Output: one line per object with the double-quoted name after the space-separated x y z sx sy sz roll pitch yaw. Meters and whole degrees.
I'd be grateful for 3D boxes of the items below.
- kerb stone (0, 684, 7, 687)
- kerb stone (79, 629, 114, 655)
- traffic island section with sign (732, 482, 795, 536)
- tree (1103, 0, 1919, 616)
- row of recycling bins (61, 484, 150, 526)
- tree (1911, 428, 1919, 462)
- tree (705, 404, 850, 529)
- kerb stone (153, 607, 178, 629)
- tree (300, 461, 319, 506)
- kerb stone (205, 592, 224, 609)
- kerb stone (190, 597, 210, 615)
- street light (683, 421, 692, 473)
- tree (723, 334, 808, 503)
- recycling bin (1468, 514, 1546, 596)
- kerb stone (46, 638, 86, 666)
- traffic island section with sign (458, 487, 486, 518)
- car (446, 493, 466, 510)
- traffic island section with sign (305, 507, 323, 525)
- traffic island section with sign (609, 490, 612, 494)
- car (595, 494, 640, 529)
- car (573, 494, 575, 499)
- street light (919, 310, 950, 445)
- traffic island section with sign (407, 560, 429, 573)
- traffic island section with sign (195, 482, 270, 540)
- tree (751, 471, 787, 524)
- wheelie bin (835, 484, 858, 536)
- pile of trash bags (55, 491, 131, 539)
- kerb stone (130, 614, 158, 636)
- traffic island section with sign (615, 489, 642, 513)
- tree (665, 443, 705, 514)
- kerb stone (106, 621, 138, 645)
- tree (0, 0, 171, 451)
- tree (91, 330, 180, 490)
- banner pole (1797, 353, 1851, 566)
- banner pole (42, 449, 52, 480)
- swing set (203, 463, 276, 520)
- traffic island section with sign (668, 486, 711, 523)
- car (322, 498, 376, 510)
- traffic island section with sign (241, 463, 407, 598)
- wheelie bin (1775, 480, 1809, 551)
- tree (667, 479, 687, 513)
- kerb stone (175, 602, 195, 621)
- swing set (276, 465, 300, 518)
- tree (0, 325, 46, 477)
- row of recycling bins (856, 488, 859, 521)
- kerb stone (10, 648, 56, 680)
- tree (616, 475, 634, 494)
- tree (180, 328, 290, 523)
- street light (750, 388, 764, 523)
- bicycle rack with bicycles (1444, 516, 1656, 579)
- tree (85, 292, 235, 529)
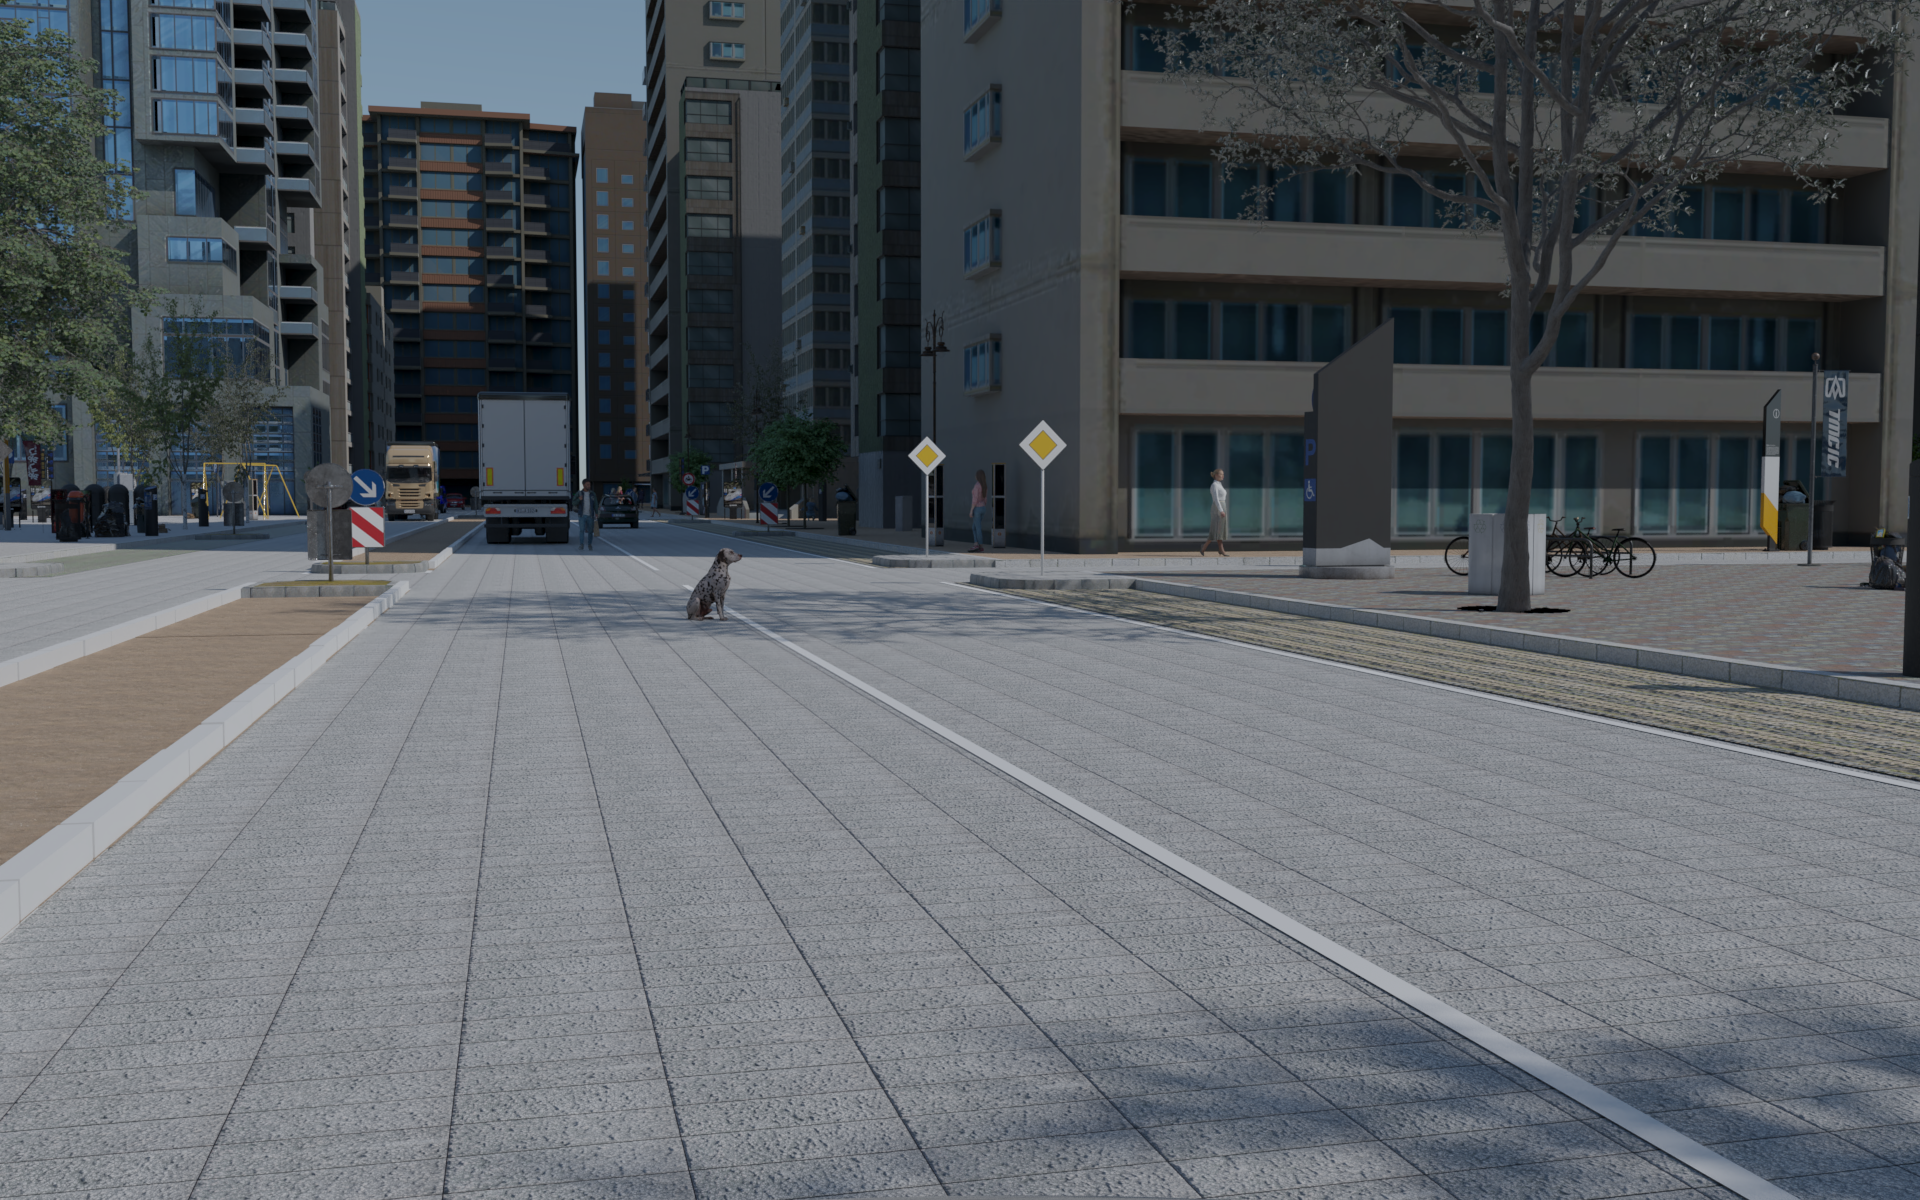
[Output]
-7.122 0.580 12.706 0.120 0.150 1.000 -1 4 -14 "kerb stone"
-7.871 0.398 15.696 0.120 0.150 1.000 -1 4 -14 "kerb stone"
-6.750 -3.092 59.184 1.989 1.847 2.006 -1 4 -14 "traffic island section with sign"
6.155 -6.606 18.385 12.009 13.543 11.850 0 3 0 "tree"
-34.605 -3.867 70.333 3.534 1.692 1.069 -1 4 -18 "row of recycling bins"
27.492 -3.392 50.054 1.663 3.219 1.824 0 3 0 "tree"
-6.817 -5.160 68.082 4.285 4.588 4.351 0 3 0 "tree"
-8.626 0.215 18.675 0.120 0.150 1.000 -1 4 -14 "kerb stone"
-37.696 -6.556 101.796 1.663 3.219 1.824 0 3 0 "tree"
-9.382 0.033 21.656 0.120 0.150 1.000 -1 4 -14 "kerb stone"
-9.130 0.094 20.660 0.120 0.150 1.000 -1 4 -14 "kerb stone"
-16.909 -8.262 107.868 0.468 5.910 1.993 -1 4 -14 "street light"
-9.027 -7.936 80.112 4.360 8.622 3.978 0 3 0 "tree"
6.986 -0.585 22.122 0.722 1.027 0.722 -3 5 -44 "recycling bin"
-7.628 0.459 14.696 0.120 0.150 1.000 -1 4 -14 "kerb stone"
-29.331 -5.916 104.857 2.006 1.907 1.989 -1 4 -14 "traffic island section with sign"
-45.976 -9.077 157.450 2.155 1.783 4.494 -1 4 -14 "car"
-29.850 -4.484 81.940 1.989 1.847 2.006 -1 4 -14 "traffic island section with sign"
-32.362 -9.290 160.527 1.989 1.847 2.006 -1 4 -14 "traffic island section with sign"
-14.504 -3.874 73.133 2.009 1.686 4.222 -1 4 -13 "car"
-36.080 -9.461 163.488 1.959 1.807 4.718 -1 4 -15 "car"
-0.641 -4.330 43.584 0.468 5.910 1.993 -1 4 -14 "street light"
-10.908 -1.460 32.004 2.006 1.907 1.989 -1 4 -14 "traffic island section with sign"
-23.014 -2.828 54.865 1.989 1.847 2.006 -1 4 -14 "traffic island section with sign"
-7.819 -4.851 73.909 1.663 3.219 1.824 0 3 0 "tree"
-3.520 -2.796 53.630 0.693 1.594 0.980 0 4 -7 "wheelie bin"
-25.694 -2.528 51.082 1.912 1.369 3.447 -1 4 -15 "pile of trash bags"
-8.380 0.276 17.676 0.120 0.150 1.000 -1 4 -14 "kerb stone"
-25.687 -7.673 134.087 1.989 1.847 2.006 -1 4 -14 "traffic island section with sign"
-17.353 -7.841 111.906 4.285 4.588 4.351 0 3 0 "tree"
-8.123 0.337 16.686 0.120 0.150 1.000 -1 4 -14 "kerb stone"
-22.250 -7.999 37.447 9.857 13.997 8.962 0 3 0 "tree"
-37.368 -7.856 78.800 4.360 8.622 3.978 0 3 0 "tree"
15.398 -2.496 30.832 0.863 3.779 0.401 0 4 -5 "banner pole"
-51.016 -6.530 96.784 0.401 3.779 0.863 1 4 11 "banner pole"
-36.355 -5.479 87.203 3.119 2.851 2.862 -1 4 -18 "swing set"
-13.361 -4.691 85.319 1.989 1.847 2.006 -1 4 -14 "traffic island section with sign"
-17.751 -2.308 50.323 1.945 1.354 3.894 -1 4 -15 "car"
-9.102 -1.020 24.819 2.006 1.907 1.989 -1 4 -14 "traffic island section with sign"
18.860 -1.919 39.277 0.693 1.594 0.980 0 4 -6 "wheelie bin"
-18.440 -7.404 115.661 1.663 3.219 1.824 0 3 0 "tree"
-8.875 0.155 19.668 0.120 0.150 1.000 -1 4 -14 "kerb stone"
-37.257 -5.768 91.925 2.862 2.851 3.119 1 4 13 "swing set"
-40.092 -7.469 72.479 4.737 8.622 4.395 0 3 0 "tree"
-3.568 -4.728 84.411 3.534 1.692 1.069 -3 5 -44 "row of recycling bins"
-7.367 0.520 13.699 0.120 0.150 1.000 -1 4 -14 "kerb stone"
-34.306 -11.148 176.867 1.663 3.219 1.824 0 3 0 "tree"
-31.709 -7.696 76.198 4.360 8.622 3.978 0 3 0 "tree"
-8.906 -6.312 75.991 0.468 5.910 1.993 -1 4 -14 "street light"
9.463 -0.844 27.190 2.925 0.926 2.852 3 5 41 "bicycle rack with bicycles"
-28.326 -6.865 62.607 4.737 8.622 4.395 0 3 0 "tree"
